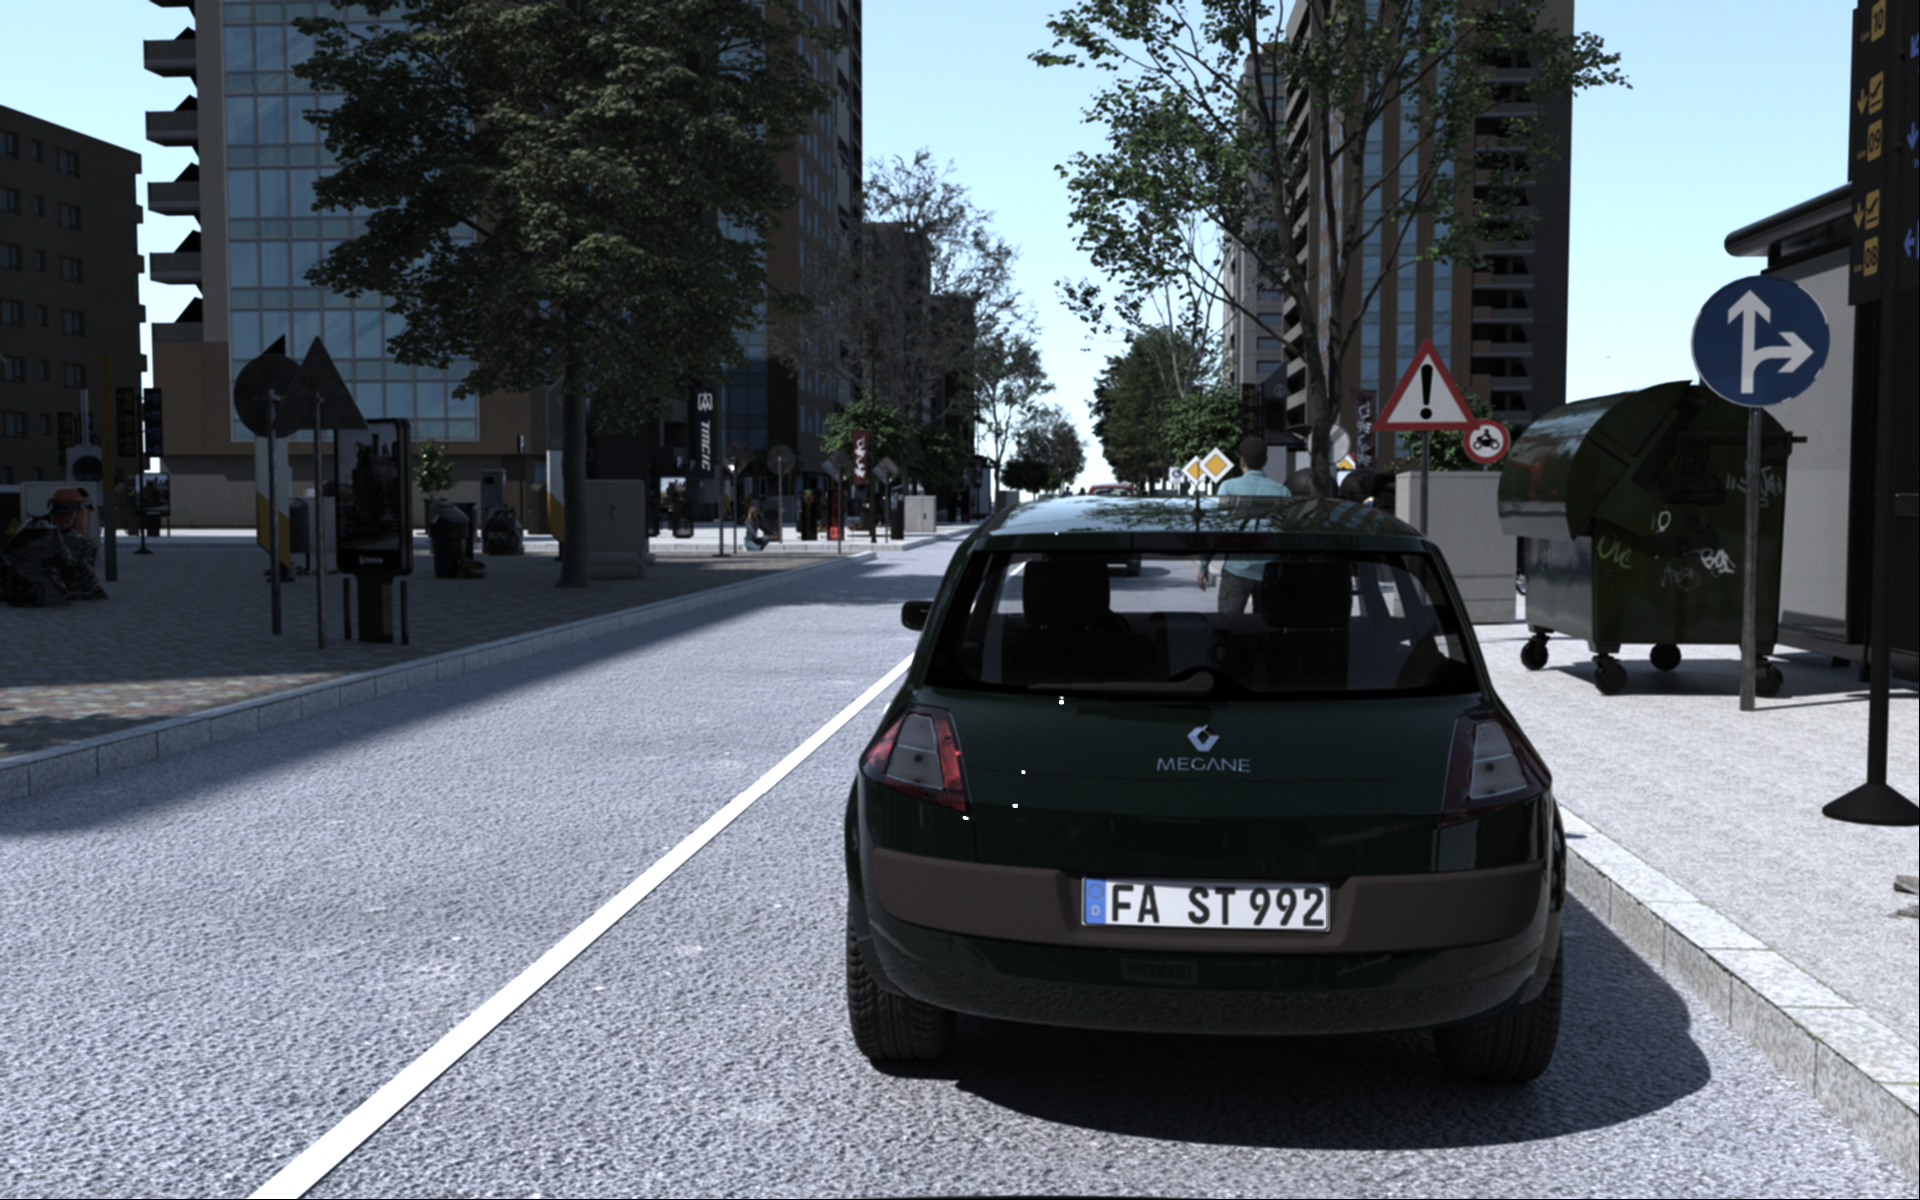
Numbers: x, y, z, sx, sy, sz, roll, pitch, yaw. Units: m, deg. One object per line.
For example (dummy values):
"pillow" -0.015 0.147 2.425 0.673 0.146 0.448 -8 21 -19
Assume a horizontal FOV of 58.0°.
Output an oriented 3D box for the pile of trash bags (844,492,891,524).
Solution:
"pile of trash bags" -3.771 -3.994 75.047 3.447 1.369 1.912 1 4 9

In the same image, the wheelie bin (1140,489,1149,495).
"wheelie bin" 11.992 -6.434 113.103 0.693 1.594 0.980 0 4 1

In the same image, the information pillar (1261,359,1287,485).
"information pillar" 5.442 -2.364 30.005 0.504 3.616 0.183 -1 4 -23

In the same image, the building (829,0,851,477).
"building" -23.495 -33.422 135.693 28.713 52.752 27.495 0 4 5

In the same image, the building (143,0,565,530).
"building" -21.479 -25.549 67.837 14.600 45.320 14.200 0 4 5

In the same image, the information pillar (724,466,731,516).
"information pillar" -13.642 -6.742 101.593 0.183 3.616 0.504 2 4 28

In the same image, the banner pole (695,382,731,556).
"banner pole" -5.125 -2.799 35.783 0.863 3.779 0.401 2 4 31

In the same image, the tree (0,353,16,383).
"tree" -5.832 -0.848 8.472 1.663 3.219 1.824 0 3 0

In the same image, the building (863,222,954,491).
"building" -16.733 -33.039 232.073 32.217 40.220 23.993 0 4 5

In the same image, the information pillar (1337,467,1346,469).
"information pillar" 10.263 -2.603 47.055 0.304 2.012 0.304 2 4 33

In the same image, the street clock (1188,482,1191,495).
"street clock" 12.872 -5.747 98.538 0.471 2.002 0.358 3 4 36

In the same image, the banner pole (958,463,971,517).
"banner pole" 0.292 -6.641 98.597 0.863 3.779 0.401 2 4 24

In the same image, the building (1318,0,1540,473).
"building" 35.858 -29.653 134.938 14.600 45.320 14.200 0 4 5

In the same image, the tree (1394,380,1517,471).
"tree" 14.399 -4.076 50.355 4.285 4.588 4.351 0 3 0

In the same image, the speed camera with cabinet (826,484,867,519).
"speed camera with cabinet" -5.821 -5.785 88.922 2.038 3.252 0.660 -1 4 -22

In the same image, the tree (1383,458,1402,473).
"tree" 23.298 -6.011 92.881 1.663 3.219 1.824 0 3 0

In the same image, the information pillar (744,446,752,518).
"information pillar" -10.253 -5.654 83.793 0.183 3.616 0.504 -3 5 -44

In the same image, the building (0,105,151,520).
"building" -57.106 -14.117 75.846 28.899 21.520 27.650 0 4 5

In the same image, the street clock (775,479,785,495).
"street clock" -8.459 -4.690 81.253 0.471 2.002 0.358 3 5 42

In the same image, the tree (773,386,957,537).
"tree" -2.793 -4.205 52.459 4.285 4.588 4.351 0 3 0

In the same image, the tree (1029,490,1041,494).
"tree" 7.259 -10.485 166.023 1.663 3.219 1.824 0 3 0

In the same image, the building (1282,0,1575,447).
"building" 40.268 -32.336 152.397 21.300 48.544 21.600 0 4 5

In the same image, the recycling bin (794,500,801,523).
"recycling bin" -7.377 -4.016 78.216 0.722 1.027 0.722 3 4 36

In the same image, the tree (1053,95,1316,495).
"tree" 10.660 -13.786 81.295 12.611 20.169 13.585 0 3 0

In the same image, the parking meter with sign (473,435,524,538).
"parking meter with sign" -13.756 -3.349 51.013 1.738 3.016 0.543 0 4 -3

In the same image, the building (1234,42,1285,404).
"building" 47.663 -42.257 232.907 21.231 58.520 28.212 0 4 5

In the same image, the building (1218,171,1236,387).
"building" 54.004 -41.116 261.481 28.713 52.752 27.495 0 4 5

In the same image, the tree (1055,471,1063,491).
"tree" 6.154 -9.926 145.996 4.285 4.588 4.351 0 3 0

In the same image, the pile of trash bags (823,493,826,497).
"pile of trash bags" -7.087 -5.448 98.825 1.912 1.369 3.447 1 4 10

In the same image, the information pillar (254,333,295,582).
"information pillar" -9.990 -2.068 25.168 0.183 3.616 0.504 3 4 39

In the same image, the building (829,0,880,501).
"building" -17.521 -44.065 158.719 20.563 71.187 20.611 0 4 5

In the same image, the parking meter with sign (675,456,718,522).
"parking meter with sign" -12.212 -5.112 79.847 1.738 3.016 0.543 1 4 17

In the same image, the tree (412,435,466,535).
"tree" -16.731 -3.670 54.610 1.663 3.219 1.824 0 3 0

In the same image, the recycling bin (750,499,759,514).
"recycling bin" -9.354 -4.185 80.981 0.722 1.027 0.722 1 4 10

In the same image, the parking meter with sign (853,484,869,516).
"parking meter with sign" -5.828 -6.436 101.494 0.543 3.016 1.738 2 4 29

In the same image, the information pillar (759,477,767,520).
"information pillar" -8.635 -4.362 75.805 0.304 2.012 0.304 -1 4 -16

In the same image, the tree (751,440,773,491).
"tree" -10.518 -7.045 98.891 4.285 4.588 4.351 0 3 0

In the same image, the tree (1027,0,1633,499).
"tree" 4.656 -5.889 22.033 9.928 11.665 9.643 0 3 0

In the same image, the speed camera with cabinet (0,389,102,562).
"speed camera with cabinet" -17.010 -2.319 32.254 2.038 3.252 0.660 -2 4 -32

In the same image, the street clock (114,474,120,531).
"street clock" -29.564 -3.415 60.400 0.471 2.002 0.358 -1 4 -13

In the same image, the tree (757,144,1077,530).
"tree" -1.982 -9.241 61.453 12.009 13.543 11.850 0 3 0

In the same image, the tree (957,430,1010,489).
"tree" -0.955 -5.324 70.763 4.285 4.588 4.351 0 3 0

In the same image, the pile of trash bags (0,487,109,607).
"pile of trash bags" -11.296 -0.685 20.955 1.912 1.369 3.447 0 4 -8

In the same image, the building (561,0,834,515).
"building" -16.129 -28.236 111.768 14.600 45.320 14.200 0 4 5

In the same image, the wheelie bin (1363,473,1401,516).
"wheelie bin" 6.413 -1.073 25.449 0.980 1.594 0.693 -1 4 -11

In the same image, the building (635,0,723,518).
"building" -20.908 -19.494 90.433 14.160 30.474 14.107 0 4 5

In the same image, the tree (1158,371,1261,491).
"tree" 6.967 -3.839 46.483 4.285 4.588 4.351 0 3 0

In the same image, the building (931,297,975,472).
"building" -5.210 -30.147 264.610 14.160 30.474 14.107 0 4 5

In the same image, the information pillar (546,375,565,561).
"information pillar" -7.662 -2.554 33.115 0.183 3.616 0.504 3 5 42

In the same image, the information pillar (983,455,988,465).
"information pillar" 1.446 -6.936 104.762 0.504 3.616 0.183 0 4 8

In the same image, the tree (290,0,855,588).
"tree" -5.365 -6.475 23.995 7.486 12.596 7.792 0 3 0

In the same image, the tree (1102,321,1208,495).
"tree" 13.174 -11.999 114.316 7.486 12.596 7.792 0 3 0

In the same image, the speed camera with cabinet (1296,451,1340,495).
"speed camera with cabinet" 7.802 -2.540 35.860 2.038 3.252 0.660 -3 5 -40

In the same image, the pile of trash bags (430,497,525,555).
"pile of trash bags" -10.927 -1.650 36.729 3.447 1.369 1.912 0 4 -5

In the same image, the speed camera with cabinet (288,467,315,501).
"speed camera with cabinet" -21.309 -3.781 56.156 2.038 3.252 0.660 -2 4 -27
